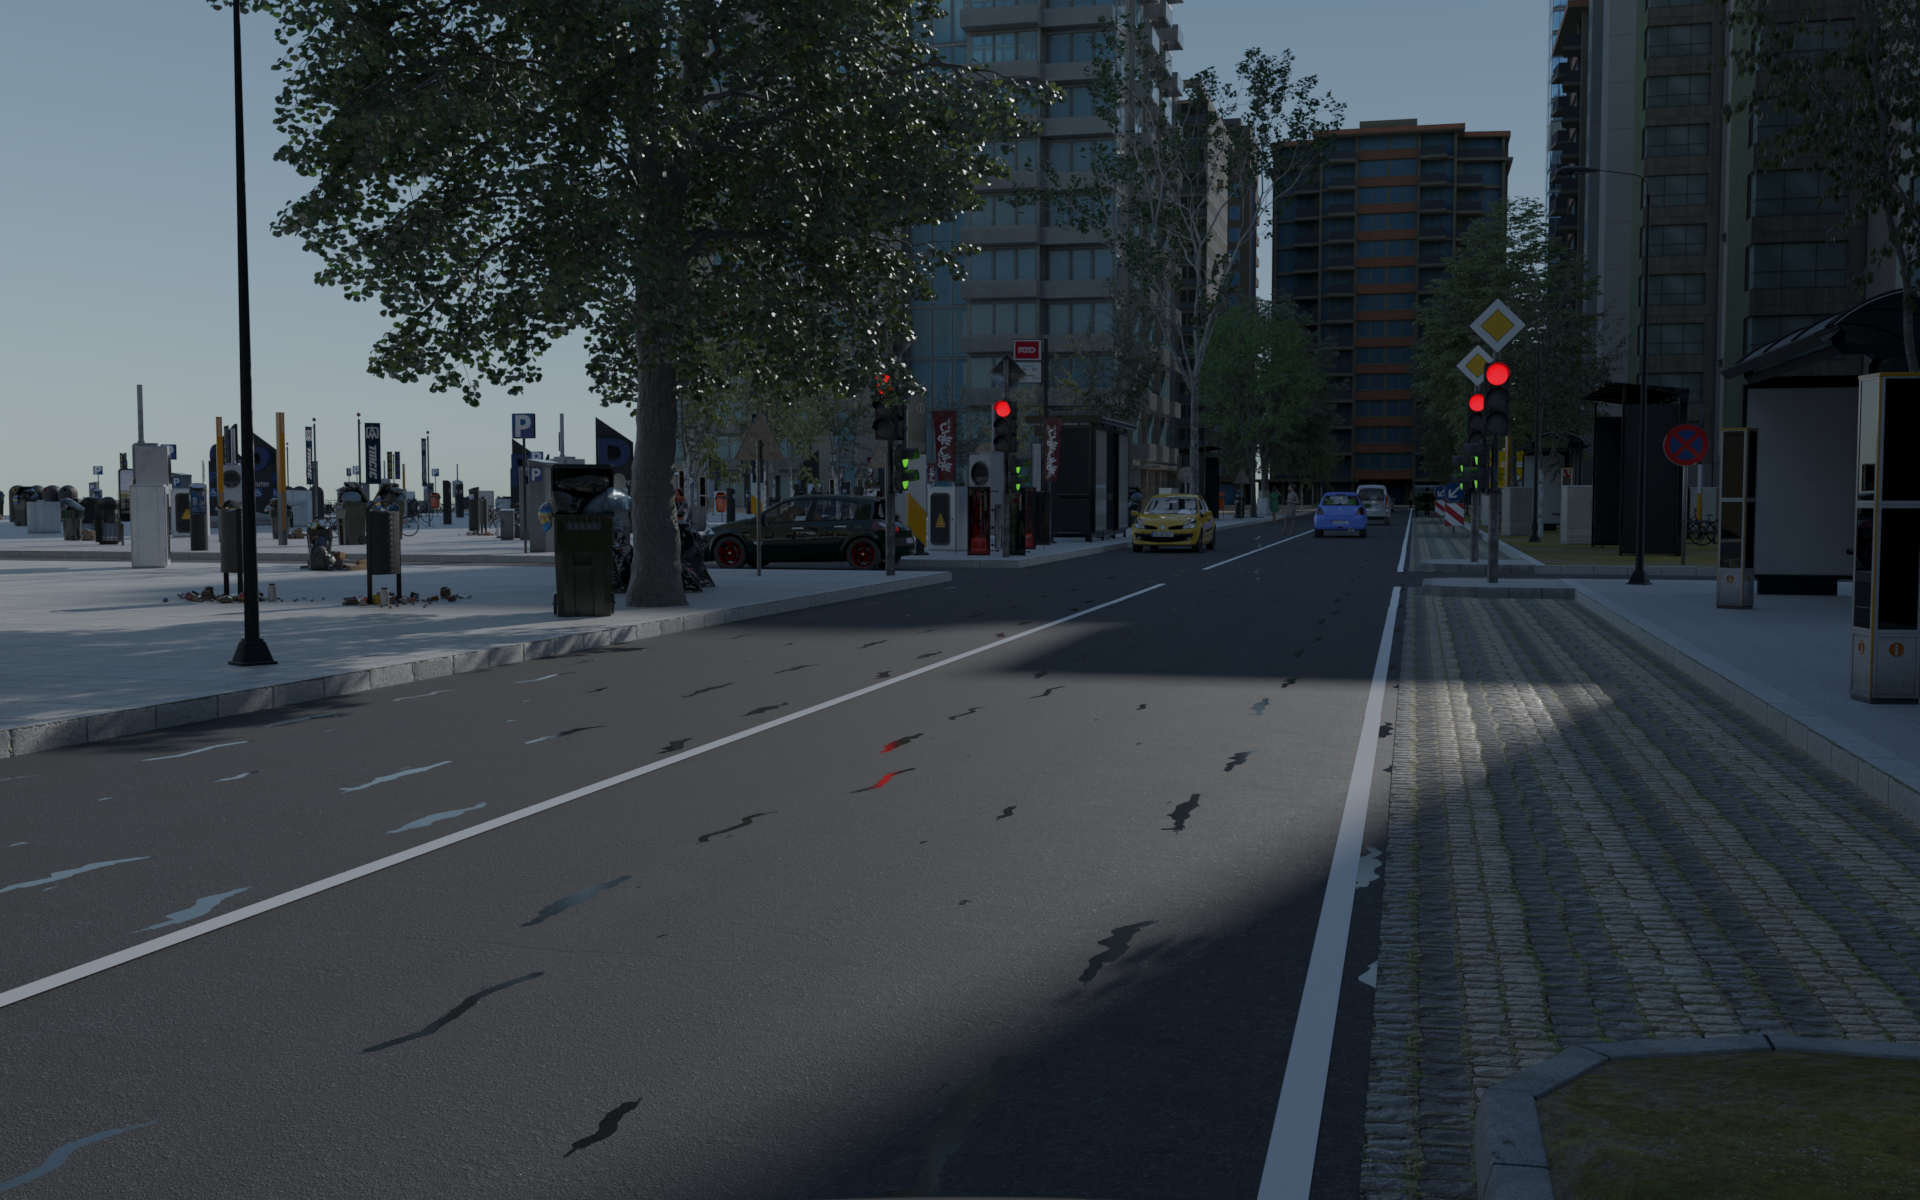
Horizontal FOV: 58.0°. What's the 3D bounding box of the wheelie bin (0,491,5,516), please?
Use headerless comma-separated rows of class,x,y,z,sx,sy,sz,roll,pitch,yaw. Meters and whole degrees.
wheelie bin,-55.620,-5.636,100.048,0.693,1.594,0.980,0,4,-1

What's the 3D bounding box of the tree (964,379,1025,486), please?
tree,3.038,-9.072,98.688,4.360,8.622,3.978,0,3,0

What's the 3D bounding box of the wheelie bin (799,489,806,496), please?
wheelie bin,-9.379,-5.723,101.486,0.980,1.594,0.693,-2,4,-31

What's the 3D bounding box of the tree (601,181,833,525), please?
tree,-5.936,-5.420,38.972,4.737,8.622,4.395,0,3,0

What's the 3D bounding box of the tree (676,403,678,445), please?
tree,-13.043,-8.251,85.261,4.360,8.622,3.978,0,3,0

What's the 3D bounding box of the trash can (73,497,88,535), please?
trash can,-27.702,-2.643,54.873,0.748,1.137,0.748,0,3,0

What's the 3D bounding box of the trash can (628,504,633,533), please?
trash can,-10.613,-2.749,56.606,0.748,1.137,0.748,0,3,0

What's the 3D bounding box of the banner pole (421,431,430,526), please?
banner pole,-21.081,-4.793,68.385,0.401,3.779,0.863,0,4,7

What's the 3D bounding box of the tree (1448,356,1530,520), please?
tree,26.293,-8.342,86.754,4.737,8.622,4.395,0,3,0

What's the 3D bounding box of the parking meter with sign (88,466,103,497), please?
parking meter with sign,-53.364,-6.754,106.692,0.543,3.016,1.738,0,4,-8

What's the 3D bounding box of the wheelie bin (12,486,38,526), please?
wheelie bin,-37.356,-3.755,69.303,0.693,1.594,0.980,1,4,16

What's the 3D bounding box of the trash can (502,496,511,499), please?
trash can,-29.242,-6.138,112.003,0.748,1.137,0.748,0,3,0

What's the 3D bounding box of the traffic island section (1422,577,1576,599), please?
traffic island section,7.724,-0.169,25.046,2.009,0.180,2.903,1,4,15

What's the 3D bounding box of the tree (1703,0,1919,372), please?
tree,8.055,-3.903,14.173,4.360,8.622,3.978,0,3,0

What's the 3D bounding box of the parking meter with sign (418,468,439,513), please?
parking meter with sign,-35.954,-7.392,117.118,0.543,3.016,1.738,1,4,18

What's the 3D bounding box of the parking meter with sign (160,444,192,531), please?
parking meter with sign,-27.534,-3.980,61.342,0.543,3.016,1.738,0,4,6

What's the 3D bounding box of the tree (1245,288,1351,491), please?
tree,18.936,-12.227,106.566,9.857,13.997,8.962,0,3,0

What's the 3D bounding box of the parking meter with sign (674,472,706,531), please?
parking meter with sign,-9.582,-3.894,59.922,1.738,3.016,0.543,2,4,27

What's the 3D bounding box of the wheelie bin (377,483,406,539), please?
wheelie bin,-16.063,-2.506,48.883,0.693,1.594,0.980,1,4,18

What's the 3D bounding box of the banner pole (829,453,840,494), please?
banner pole,-6.595,-6.230,91.882,0.863,3.779,0.401,2,4,31

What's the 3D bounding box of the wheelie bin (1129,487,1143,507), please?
wheelie bin,7.280,-3.998,73.282,0.980,1.594,0.693,2,4,24

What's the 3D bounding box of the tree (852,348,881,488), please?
tree,-4.639,-7.151,67.274,4.360,8.622,3.978,0,3,0

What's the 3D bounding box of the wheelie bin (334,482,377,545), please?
wheelie bin,-15.371,-2.191,43.732,0.980,1.594,0.693,3,5,44

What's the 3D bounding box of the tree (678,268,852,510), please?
tree,-6.213,-6.443,55.700,4.360,8.622,3.978,0,3,0

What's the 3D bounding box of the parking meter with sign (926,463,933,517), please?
parking meter with sign,-1.850,-6.189,97.450,0.543,3.016,1.738,-1,4,-16

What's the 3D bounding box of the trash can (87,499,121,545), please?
trash can,-21.645,-1.979,44.013,0.748,1.137,0.748,0,3,0

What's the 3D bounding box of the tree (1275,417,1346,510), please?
tree,26.819,-11.380,136.430,4.737,8.622,4.395,0,3,0

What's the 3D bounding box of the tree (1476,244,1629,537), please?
tree,17.636,-6.192,51.596,4.360,8.622,3.978,0,3,0

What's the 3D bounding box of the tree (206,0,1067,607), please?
tree,-3.449,-6.911,19.653,9.857,13.997,8.962,0,3,0

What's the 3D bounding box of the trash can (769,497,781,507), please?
trash can,-8.933,-4.375,83.184,0.748,1.137,0.748,0,3,0

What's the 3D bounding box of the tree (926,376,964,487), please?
tree,-0.169,-9.680,108.635,4.360,8.622,3.978,0,3,0

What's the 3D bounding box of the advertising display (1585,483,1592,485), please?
advertising display,36.604,-5.797,99.997,0.974,1.923,0.123,2,4,32

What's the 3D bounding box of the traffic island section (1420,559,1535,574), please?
traffic island section,9.751,-0.642,32.771,2.009,0.180,2.903,1,4,15

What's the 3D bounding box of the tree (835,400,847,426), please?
tree,-7.454,-7.848,78.673,4.737,8.622,4.395,0,3,0

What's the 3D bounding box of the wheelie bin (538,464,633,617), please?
wheelie bin,-3.939,-0.633,18.254,0.980,1.594,0.693,-1,4,-13

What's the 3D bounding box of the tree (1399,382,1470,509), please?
tree,50.768,-16.266,176.324,12.009,13.543,11.850,0,3,0

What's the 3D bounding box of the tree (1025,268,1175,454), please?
tree,5.065,-6.498,56.602,4.360,8.622,3.978,0,3,0

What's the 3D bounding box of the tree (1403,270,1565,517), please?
tree,29.661,-11.657,97.254,9.857,13.997,8.962,0,3,0

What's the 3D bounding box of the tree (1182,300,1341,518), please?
tree,15.819,-10.292,94.026,9.928,11.665,9.643,0,3,0

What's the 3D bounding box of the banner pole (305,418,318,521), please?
banner pole,-21.157,-4.069,56.549,0.401,3.779,0.863,0,4,7

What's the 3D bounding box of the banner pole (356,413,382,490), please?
banner pole,-18.241,-3.874,53.350,0.863,3.779,0.401,-1,4,-22

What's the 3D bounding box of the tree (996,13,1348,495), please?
tree,8.152,-13.084,69.805,12.611,20.169,13.585,0,3,0

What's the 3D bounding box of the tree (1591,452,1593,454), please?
tree,29.508,-5.652,76.118,4.285,4.588,4.351,0,3,0

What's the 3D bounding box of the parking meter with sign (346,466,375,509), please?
parking meter with sign,-39.979,-7.299,115.602,1.738,3.016,0.543,0,4,7

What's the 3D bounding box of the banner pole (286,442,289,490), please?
banner pole,-32.646,-5.732,83.739,0.401,3.779,0.863,1,4,19

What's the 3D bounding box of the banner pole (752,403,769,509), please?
banner pole,-5.468,-3.532,47.765,0.401,3.779,0.863,2,4,34

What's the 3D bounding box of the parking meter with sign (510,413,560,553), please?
parking meter with sign,-9.135,-2.564,38.190,0.543,3.016,1.738,1,4,19

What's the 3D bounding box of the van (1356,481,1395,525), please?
van,19.367,-4.547,81.348,2.013,2.044,4.112,1,4,15

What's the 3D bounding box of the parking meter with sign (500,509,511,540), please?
parking meter with sign,-12.000,-3.198,48.548,1.738,3.016,0.543,0,4,-6

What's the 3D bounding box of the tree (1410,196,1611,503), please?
tree,20.981,-9.099,66.890,7.486,12.596,7.792,0,3,0
